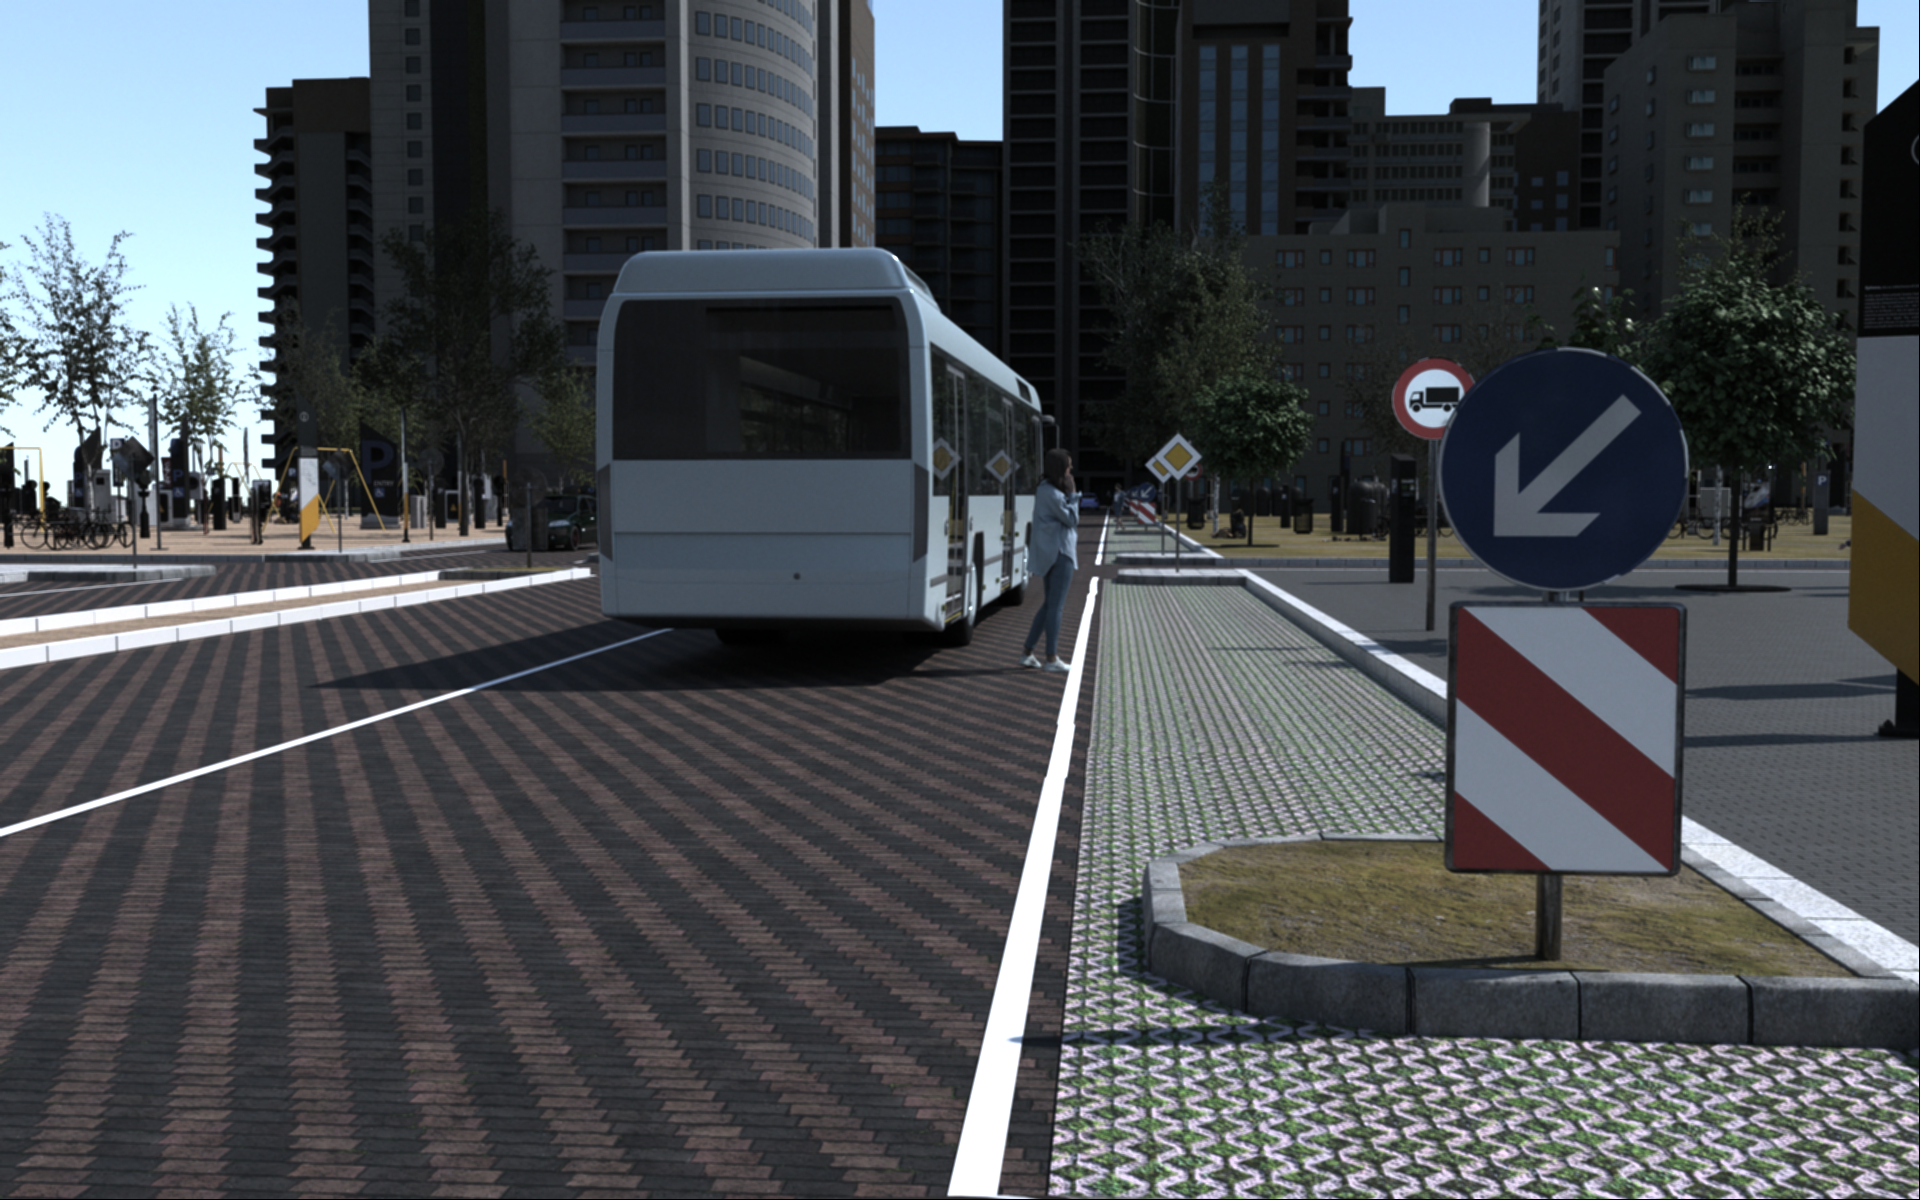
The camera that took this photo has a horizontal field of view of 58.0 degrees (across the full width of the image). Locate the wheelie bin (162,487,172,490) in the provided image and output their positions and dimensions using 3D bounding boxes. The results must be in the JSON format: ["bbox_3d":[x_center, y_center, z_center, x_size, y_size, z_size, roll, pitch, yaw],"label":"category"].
[{"bbox_3d":[-36.534,-4.410,80.005,0.693,1.594,0.980,1,4,21],"label":"wheelie bin"}]

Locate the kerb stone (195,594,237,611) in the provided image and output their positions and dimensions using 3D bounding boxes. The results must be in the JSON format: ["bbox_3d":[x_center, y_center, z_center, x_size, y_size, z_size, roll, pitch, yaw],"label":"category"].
[{"bbox_3d":[-9.319,0.048,21.519,0.120,0.150,1.000,0,4,5],"label":"kerb stone"}]

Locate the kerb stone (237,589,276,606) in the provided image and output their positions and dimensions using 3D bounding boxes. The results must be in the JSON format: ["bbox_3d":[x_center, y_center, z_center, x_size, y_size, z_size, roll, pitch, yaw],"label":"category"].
[{"bbox_3d":[-9.228,-0.020,22.536,0.120,0.150,1.000,0,4,5],"label":"kerb stone"}]

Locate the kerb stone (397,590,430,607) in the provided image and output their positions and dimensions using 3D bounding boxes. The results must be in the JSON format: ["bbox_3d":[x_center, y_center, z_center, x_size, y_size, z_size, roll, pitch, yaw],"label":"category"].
[{"bbox_3d":[-7.133,-0.010,22.352,0.120,0.150,1.000,0,4,5],"label":"kerb stone"}]

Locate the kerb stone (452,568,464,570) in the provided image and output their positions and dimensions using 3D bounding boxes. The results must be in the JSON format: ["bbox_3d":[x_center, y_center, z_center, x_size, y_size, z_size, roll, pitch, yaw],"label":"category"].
[{"bbox_3d":[-8.600,-0.458,29.688,0.120,0.150,1.000,0,4,5],"label":"kerb stone"}]

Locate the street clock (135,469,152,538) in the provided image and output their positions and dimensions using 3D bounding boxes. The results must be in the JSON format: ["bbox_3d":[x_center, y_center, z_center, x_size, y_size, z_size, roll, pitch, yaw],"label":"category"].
[{"bbox_3d":[-23.732,-2.802,50.375,0.358,2.002,0.471,2,4,24],"label":"street clock"}]

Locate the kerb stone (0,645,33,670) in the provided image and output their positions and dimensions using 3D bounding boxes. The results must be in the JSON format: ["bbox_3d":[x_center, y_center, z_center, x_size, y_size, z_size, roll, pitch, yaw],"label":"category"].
[{"bbox_3d":[-7.845,0.490,14.187,0.120,0.150,1.000,0,4,5],"label":"kerb stone"}]

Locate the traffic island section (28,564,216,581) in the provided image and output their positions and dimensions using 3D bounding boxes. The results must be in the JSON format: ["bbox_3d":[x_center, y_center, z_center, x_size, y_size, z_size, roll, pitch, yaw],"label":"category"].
[{"bbox_3d":[-14.249,-0.464,29.872,2.009,0.180,2.903,0,4,5],"label":"traffic island section"}]

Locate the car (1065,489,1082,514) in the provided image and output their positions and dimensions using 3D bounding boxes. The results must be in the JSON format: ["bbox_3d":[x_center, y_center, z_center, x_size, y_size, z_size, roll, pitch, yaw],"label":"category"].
[{"bbox_3d":[7.629,-7.081,124.451,2.281,1.827,5.304,0,4,3],"label":"car"}]

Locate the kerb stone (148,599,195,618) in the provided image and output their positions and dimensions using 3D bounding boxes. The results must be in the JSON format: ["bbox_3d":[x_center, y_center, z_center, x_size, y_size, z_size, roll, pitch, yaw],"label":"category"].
[{"bbox_3d":[-9.403,0.106,20.500,0.120,0.150,1.000,0,4,5],"label":"kerb stone"}]

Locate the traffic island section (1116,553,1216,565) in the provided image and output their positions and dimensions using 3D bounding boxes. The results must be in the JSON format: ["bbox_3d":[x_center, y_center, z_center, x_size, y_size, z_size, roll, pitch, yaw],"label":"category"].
[{"bbox_3d":[4.270,-0.856,36.269,2.009,0.180,2.903,0,4,5],"label":"traffic island section"}]

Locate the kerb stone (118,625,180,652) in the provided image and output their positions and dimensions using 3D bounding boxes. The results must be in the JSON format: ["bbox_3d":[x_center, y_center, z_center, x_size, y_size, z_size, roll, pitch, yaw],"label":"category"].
[{"bbox_3d":[-7.666,0.366,16.232,0.120,0.150,1.000,0,4,5],"label":"kerb stone"}]

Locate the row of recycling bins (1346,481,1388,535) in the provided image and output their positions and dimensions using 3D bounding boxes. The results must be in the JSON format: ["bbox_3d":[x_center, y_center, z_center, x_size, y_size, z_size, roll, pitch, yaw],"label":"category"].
[{"bbox_3d":[13.235,-2.995,56.080,1.069,1.692,3.534,1,4,23],"label":"row of recycling bins"}]

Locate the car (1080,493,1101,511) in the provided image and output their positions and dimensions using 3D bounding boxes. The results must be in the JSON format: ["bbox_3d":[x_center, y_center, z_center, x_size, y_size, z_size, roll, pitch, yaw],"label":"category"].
[{"bbox_3d":[11.346,-8.699,151.812,1.945,1.707,3.694,0,4,7],"label":"car"}]

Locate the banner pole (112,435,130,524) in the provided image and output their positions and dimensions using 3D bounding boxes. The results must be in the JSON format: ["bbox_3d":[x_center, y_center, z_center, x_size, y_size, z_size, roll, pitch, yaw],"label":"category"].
[{"bbox_3d":[-35.535,-5.103,73.456,0.401,3.779,0.863,3,5,41],"label":"banner pole"}]

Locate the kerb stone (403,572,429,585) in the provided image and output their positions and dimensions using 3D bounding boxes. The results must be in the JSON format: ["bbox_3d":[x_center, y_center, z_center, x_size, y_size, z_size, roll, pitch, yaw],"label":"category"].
[{"bbox_3d":[-8.778,-0.331,27.648,0.120,0.150,1.000,0,4,5],"label":"kerb stone"}]

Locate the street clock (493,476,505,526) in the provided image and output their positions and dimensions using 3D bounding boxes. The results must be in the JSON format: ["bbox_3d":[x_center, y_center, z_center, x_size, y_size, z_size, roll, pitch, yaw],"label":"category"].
[{"bbox_3d":[-18.235,-3.915,68.581,0.471,2.002,0.358,-1,4,-18],"label":"street clock"}]

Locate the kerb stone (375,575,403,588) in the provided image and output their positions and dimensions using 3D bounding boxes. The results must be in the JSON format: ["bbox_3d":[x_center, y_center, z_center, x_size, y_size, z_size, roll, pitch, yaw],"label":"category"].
[{"bbox_3d":[-8.871,-0.268,26.624,0.120,0.150,1.000,0,4,5],"label":"kerb stone"}]

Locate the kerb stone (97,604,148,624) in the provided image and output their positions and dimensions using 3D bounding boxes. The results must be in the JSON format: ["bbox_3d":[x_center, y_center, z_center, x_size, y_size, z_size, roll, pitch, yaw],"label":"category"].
[{"bbox_3d":[-9.499,0.166,19.482,0.120,0.150,1.000,0,4,5],"label":"kerb stone"}]

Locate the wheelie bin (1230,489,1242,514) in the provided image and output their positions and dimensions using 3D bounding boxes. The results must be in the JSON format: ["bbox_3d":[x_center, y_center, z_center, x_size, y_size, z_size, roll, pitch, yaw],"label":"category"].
[{"bbox_3d":[16.413,-5.780,102.404,0.980,1.594,0.693,3,5,40],"label":"wheelie bin"}]

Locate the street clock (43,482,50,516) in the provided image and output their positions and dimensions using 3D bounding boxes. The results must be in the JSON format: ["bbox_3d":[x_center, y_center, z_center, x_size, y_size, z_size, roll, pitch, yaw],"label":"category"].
[{"bbox_3d":[-53.306,-5.895,100.957,0.471,2.002,0.358,0,4,8],"label":"street clock"}]

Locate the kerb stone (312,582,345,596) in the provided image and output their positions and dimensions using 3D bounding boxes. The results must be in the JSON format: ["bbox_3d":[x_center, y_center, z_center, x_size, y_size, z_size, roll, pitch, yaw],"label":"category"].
[{"bbox_3d":[-9.037,-0.141,24.575,0.120,0.150,1.000,0,4,5],"label":"kerb stone"}]

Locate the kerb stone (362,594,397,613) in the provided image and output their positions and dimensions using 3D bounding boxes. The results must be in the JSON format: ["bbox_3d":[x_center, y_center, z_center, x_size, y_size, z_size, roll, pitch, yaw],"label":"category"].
[{"bbox_3d":[-7.228,0.053,21.332,0.120,0.150,1.000,0,4,5],"label":"kerb stone"}]

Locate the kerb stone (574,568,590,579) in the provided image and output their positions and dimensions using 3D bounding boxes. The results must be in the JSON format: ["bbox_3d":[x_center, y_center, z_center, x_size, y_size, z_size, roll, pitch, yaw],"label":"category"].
[{"bbox_3d":[-6.508,-0.447,29.503,0.120,0.150,1.000,0,4,5],"label":"kerb stone"}]

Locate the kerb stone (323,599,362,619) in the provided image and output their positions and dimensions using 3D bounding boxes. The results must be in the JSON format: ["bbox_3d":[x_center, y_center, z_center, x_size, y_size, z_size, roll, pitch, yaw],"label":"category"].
[{"bbox_3d":[-7.316,0.115,20.309,0.120,0.150,1.000,0,4,5],"label":"kerb stone"}]

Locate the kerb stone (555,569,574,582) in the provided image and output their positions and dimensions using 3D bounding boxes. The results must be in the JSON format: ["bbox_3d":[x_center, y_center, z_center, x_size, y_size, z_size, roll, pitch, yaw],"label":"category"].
[{"bbox_3d":[-6.605,-0.381,28.486,0.120,0.150,1.000,0,4,5],"label":"kerb stone"}]

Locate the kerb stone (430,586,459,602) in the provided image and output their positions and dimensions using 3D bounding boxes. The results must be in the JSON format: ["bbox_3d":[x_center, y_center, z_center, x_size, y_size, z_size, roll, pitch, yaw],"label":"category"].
[{"bbox_3d":[-7.048,-0.072,23.370,0.120,0.150,1.000,0,4,5],"label":"kerb stone"}]

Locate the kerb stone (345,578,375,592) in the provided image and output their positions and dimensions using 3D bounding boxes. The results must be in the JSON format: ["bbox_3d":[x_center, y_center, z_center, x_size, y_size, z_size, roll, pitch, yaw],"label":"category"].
[{"bbox_3d":[-8.955,-0.205,25.599,0.120,0.150,1.000,0,4,5],"label":"kerb stone"}]

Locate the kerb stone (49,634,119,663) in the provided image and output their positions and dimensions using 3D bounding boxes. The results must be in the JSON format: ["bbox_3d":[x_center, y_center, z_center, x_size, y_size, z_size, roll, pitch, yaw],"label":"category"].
[{"bbox_3d":[-7.755,0.428,15.205,0.120,0.150,1.000,0,4,5],"label":"kerb stone"}]

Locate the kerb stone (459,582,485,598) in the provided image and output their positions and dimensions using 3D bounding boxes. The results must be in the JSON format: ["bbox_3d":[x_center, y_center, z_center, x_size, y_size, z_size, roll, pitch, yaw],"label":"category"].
[{"bbox_3d":[-6.957,-0.133,24.388,0.120,0.150,1.000,0,4,5],"label":"kerb stone"}]

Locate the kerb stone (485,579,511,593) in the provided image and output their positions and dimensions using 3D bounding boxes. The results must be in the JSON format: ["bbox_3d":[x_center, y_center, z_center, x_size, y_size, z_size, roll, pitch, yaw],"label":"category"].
[{"bbox_3d":[-6.858,-0.192,25.406,0.120,0.150,1.000,0,4,5],"label":"kerb stone"}]

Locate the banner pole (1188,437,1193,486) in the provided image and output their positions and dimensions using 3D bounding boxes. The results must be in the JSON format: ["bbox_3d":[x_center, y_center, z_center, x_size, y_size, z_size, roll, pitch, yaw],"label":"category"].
[{"bbox_3d":[9.116,-4.797,68.447,0.401,3.779,0.863,1,4,21],"label":"banner pole"}]

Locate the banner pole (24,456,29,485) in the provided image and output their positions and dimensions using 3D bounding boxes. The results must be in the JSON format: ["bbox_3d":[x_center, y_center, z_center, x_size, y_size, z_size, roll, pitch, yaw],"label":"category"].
[{"bbox_3d":[-60.475,-7.478,112.284,0.401,3.779,0.863,-1,4,-9],"label":"banner pole"}]

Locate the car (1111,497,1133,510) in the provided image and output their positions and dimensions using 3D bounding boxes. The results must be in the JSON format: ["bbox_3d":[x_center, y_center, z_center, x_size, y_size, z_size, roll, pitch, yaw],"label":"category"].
[{"bbox_3d":[14.205,-8.515,151.806,1.945,1.354,3.894,0,4,5],"label":"car"}]

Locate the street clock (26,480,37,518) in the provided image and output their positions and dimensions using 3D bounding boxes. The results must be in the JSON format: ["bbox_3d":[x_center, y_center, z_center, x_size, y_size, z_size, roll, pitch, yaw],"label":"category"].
[{"bbox_3d":[-47.192,-5.108,88.083,0.471,2.002,0.358,-3,5,-44],"label":"street clock"}]

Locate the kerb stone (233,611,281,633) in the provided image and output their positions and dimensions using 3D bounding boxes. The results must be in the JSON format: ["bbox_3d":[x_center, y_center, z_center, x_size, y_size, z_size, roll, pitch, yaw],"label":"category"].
[{"bbox_3d":[-7.487,0.246,18.273,0.120,0.150,1.000,0,4,5],"label":"kerb stone"}]

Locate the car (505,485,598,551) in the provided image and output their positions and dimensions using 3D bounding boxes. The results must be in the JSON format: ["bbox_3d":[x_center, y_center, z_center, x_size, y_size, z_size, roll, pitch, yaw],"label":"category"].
[{"bbox_3d":[-10.366,-2.141,44.792,2.009,1.686,4.222,0,4,6],"label":"car"}]

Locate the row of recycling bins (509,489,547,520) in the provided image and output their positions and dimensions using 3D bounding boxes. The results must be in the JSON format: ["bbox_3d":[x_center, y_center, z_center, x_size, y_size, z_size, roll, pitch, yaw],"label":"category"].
[{"bbox_3d":[-14.968,-3.214,59.660,1.069,1.692,3.534,-1,4,-17],"label":"row of recycling bins"}]

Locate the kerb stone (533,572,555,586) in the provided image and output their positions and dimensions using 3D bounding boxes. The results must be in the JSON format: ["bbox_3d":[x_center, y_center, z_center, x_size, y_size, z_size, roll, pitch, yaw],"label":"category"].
[{"bbox_3d":[-6.687,-0.322,27.456,0.120,0.150,1.000,0,4,5],"label":"kerb stone"}]

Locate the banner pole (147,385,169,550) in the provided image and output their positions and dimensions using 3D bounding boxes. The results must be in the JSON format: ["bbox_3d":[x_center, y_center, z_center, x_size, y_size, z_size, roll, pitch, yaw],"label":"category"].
[{"bbox_3d":[-18.600,-3.056,39.986,0.401,3.779,0.863,-3,5,-39],"label":"banner pole"}]

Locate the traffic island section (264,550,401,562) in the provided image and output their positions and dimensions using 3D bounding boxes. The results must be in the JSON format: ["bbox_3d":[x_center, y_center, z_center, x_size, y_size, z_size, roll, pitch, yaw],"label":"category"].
[{"bbox_3d":[-13.553,-0.951,37.827,2.009,0.180,2.903,0,4,5],"label":"traffic island section"}]

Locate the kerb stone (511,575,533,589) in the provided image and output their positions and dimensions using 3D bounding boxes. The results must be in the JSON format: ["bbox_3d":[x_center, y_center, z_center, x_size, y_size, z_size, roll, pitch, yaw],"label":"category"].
[{"bbox_3d":[-6.783,-0.256,26.434,0.120,0.150,1.000,0,4,5],"label":"kerb stone"}]

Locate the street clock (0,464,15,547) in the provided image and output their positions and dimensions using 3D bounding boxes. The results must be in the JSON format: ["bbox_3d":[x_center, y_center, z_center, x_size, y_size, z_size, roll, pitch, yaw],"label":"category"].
[{"bbox_3d":[-23.128,-2.293,42.064,0.358,2.002,0.471,-1,4,-21],"label":"street clock"}]

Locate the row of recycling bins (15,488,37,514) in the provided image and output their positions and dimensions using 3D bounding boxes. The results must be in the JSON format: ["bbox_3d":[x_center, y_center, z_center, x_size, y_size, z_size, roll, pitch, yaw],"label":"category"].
[{"bbox_3d":[-59.645,-6.216,108.749,1.069,1.692,3.534,2,4,24],"label":"row of recycling bins"}]

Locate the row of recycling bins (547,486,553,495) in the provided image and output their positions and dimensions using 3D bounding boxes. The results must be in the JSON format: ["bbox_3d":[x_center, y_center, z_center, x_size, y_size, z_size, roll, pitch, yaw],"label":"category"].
[{"bbox_3d":[-21.671,-5.254,93.017,1.069,1.692,3.534,1,4,10],"label":"row of recycling bins"}]

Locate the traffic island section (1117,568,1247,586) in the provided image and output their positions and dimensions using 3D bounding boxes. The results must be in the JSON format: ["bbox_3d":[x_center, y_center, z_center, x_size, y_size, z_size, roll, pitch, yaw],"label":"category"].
[{"bbox_3d":[3.574,-0.369,28.314,2.009,0.180,2.903,0,4,5],"label":"traffic island section"}]

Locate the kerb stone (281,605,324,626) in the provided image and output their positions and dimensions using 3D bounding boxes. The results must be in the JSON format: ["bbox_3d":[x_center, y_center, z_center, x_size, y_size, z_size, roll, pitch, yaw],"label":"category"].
[{"bbox_3d":[-7.396,0.179,19.290,0.120,0.150,1.000,0,4,5],"label":"kerb stone"}]

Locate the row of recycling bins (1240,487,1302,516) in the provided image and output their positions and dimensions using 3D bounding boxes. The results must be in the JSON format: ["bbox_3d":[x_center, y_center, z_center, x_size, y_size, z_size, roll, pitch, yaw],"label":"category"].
[{"bbox_3d":[17.997,-5.688,100.119,3.534,1.692,1.069,0,4,5],"label":"row of recycling bins"}]

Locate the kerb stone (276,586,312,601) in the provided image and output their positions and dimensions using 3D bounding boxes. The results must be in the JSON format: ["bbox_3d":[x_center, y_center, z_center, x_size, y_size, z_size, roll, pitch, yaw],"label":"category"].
[{"bbox_3d":[-9.137,-0.083,23.554,0.120,0.150,1.000,0,4,5],"label":"kerb stone"}]

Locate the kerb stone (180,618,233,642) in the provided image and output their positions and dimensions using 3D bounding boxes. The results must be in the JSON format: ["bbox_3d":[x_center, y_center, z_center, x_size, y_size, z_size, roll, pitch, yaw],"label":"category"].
[{"bbox_3d":[-7.576,0.308,17.251,0.120,0.150,1.000,0,4,5],"label":"kerb stone"}]

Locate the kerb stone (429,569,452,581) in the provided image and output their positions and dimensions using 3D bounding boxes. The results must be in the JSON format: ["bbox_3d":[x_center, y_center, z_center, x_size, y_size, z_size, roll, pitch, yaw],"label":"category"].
[{"bbox_3d":[-8.693,-0.396,28.670,0.120,0.150,1.000,0,4,5],"label":"kerb stone"}]

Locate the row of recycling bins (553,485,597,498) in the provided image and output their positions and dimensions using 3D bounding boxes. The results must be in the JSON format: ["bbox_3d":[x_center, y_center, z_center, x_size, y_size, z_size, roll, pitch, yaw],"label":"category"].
[{"bbox_3d":[-16.729,-4.402,79.082,1.069,1.692,3.534,3,4,36],"label":"row of recycling bins"}]
